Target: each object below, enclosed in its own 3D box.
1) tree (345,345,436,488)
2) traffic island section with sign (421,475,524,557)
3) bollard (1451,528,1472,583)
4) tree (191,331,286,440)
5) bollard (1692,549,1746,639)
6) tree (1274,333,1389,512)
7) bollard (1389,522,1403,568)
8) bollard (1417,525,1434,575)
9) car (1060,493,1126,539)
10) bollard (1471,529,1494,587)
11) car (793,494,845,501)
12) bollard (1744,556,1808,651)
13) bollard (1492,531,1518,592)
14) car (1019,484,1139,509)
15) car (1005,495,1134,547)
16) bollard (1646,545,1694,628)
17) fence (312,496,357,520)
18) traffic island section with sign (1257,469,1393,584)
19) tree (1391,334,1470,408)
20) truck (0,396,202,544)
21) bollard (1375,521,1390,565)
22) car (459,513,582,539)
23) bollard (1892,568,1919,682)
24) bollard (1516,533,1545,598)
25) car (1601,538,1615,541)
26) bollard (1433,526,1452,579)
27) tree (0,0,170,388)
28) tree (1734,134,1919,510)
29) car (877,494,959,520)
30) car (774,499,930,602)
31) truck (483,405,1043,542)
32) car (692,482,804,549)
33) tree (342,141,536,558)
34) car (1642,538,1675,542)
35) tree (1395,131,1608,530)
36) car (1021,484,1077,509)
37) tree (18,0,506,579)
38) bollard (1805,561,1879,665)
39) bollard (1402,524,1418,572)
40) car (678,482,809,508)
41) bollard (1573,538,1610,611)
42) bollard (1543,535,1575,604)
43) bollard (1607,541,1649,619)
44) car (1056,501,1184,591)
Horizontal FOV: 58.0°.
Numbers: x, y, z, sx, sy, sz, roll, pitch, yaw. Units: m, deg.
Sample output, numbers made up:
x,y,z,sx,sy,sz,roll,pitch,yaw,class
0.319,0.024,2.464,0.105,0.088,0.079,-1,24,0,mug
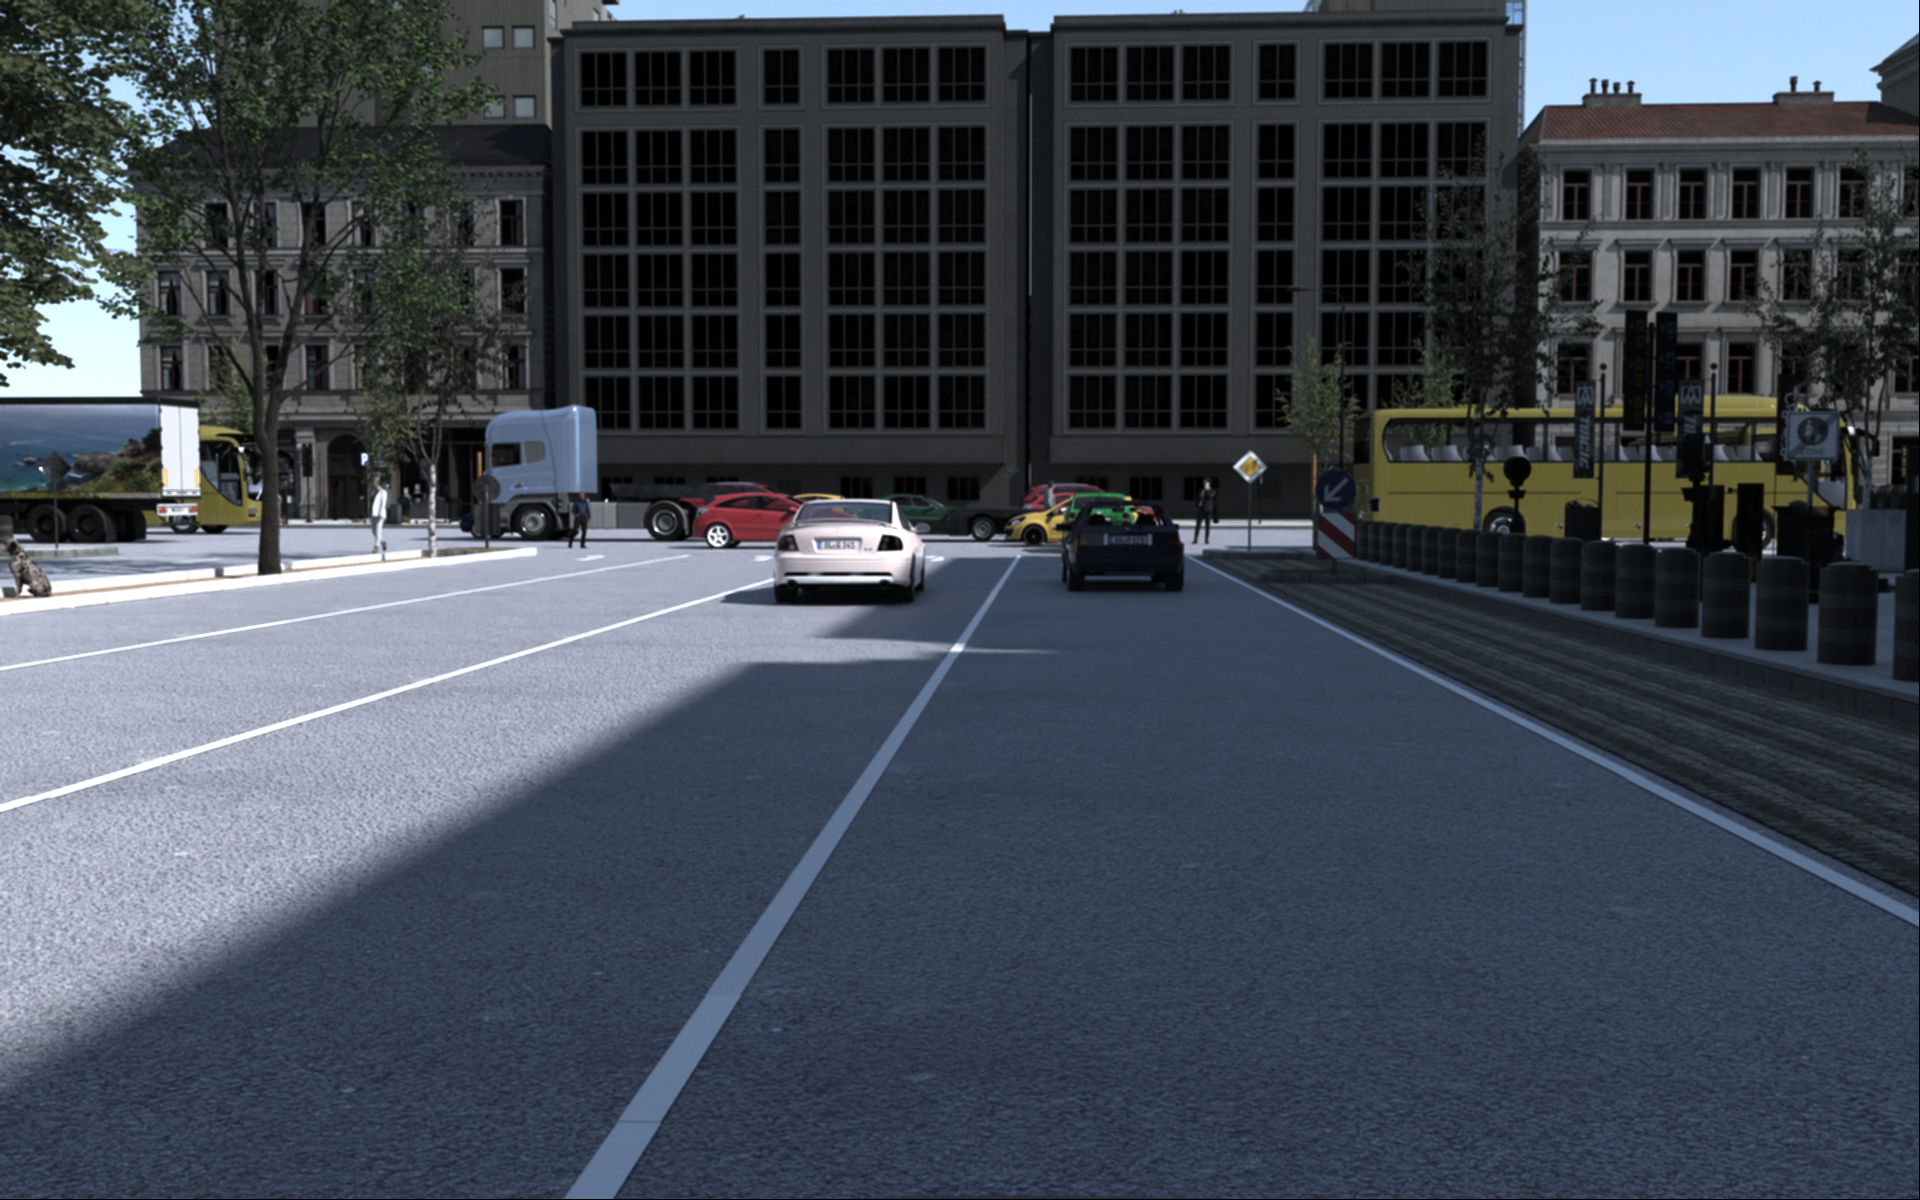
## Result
x,y,z,sx,sy,sz,roll,pitch,yaw,class
-27.716,-8.152,83.645,4.737,8.622,4.395,0,3,0,tree
-11.208,-1.966,40.282,2.006,1.907,1.989,0,4,3,traffic island section with sign
7.437,-0.642,25.216,0.404,0.777,0.398,0,3,0,bollard
-32.275,-7.804,77.954,4.737,8.622,4.395,0,3,0,tree
6.873,-0.050,15.538,0.404,0.777,0.398,0,3,0,bollard
16.347,-7.834,78.456,4.737,8.622,4.395,0,3,0,tree
7.720,-0.937,30.032,0.404,0.777,0.398,0,3,0,bollard
7.580,-0.790,27.633,0.404,0.777,0.398,0,3,0,bollard
3.487,-2.124,43.518,1.959,1.807,4.718,0,4,4,car
7.369,-0.568,24.004,0.404,0.777,0.398,0,3,0,bollard
-5.558,-3.084,60.647,3.980,1.641,2.015,0,4,4,car
6.804,0.023,14.335,0.404,0.777,0.398,0,3,0,bollard
7.296,-0.493,22.782,0.404,0.777,0.398,0,3,0,bollard
4.803,-3.481,65.585,5.304,1.827,2.281,0,4,4,car
3.212,-2.277,47.448,3.980,1.641,2.015,0,4,3,car
6.944,-0.125,16.755,0.404,0.777,0.398,0,3,0,bollard
-31.150,-4.590,86.252,0.480,1.192,2.264,2,4,35,fence
5.924,-1.208,28.375,1.989,1.847,2.006,0,4,3,traffic island section with sign
21.230,-7.832,78.420,4.737,8.622,4.395,0,3,0,tree
-28.491,-3.812,51.233,11.283,4.237,2.839,0,4,3,truck
7.785,-1.011,31.246,0.404,0.777,0.398,0,3,0,bollard
-14.165,-2.670,56.241,3.894,1.354,1.945,0,4,4,car
6.663,0.170,11.934,0.404,0.777,0.398,0,3,0,bollard
7.229,-0.420,21.582,0.404,0.777,0.398,0,3,0,bollard
17.809,-2.630,52.036,4.494,1.783,2.155,0,4,2,car
7.504,-0.716,26.416,0.404,0.777,0.398,0,3,0,bollard
-12.356,-5.989,18.501,7.486,12.596,7.792,0,3,0,tree
18.563,-5.215,35.622,4.360,8.622,3.978,0,3,0,tree
-1.647,-3.237,64.720,4.920,1.459,2.131,0,4,5,car
-1.492,-0.731,24.315,2.083,1.381,4.827,0,4,2,car
-5.711,-3.859,52.846,18.799,4.110,2.967,0,4,3,truck
-4.810,-2.250,45.825,4.494,1.783,2.155,0,4,3,car
-11.026,-5.099,36.185,4.360,8.622,3.978,0,3,0,tree
22.291,-2.572,52.277,3.980,1.641,2.015,0,4,4,car
11.128,-5.252,36.227,4.360,8.622,3.978,0,3,0,tree
4.211,-3.014,58.325,4.494,1.783,2.155,0,4,5,car
-11.467,-6.136,28.531,9.928,11.665,9.643,0,3,0,tree
6.733,0.097,13.136,0.404,0.777,0.398,0,3,0,bollard
7.649,-0.863,28.833,0.404,0.777,0.398,0,3,0,bollard
-6.786,-2.980,57.391,5.304,1.827,2.281,0,4,5,car
7.084,-0.272,19.161,0.404,0.777,0.398,0,3,0,bollard
7.157,-0.346,20.379,0.404,0.777,0.398,0,3,0,bollard
7.013,-0.198,17.955,0.404,0.777,0.398,0,3,0,bollard
2.481,-0.881,26.982,1.945,1.354,3.894,0,4,1,car
